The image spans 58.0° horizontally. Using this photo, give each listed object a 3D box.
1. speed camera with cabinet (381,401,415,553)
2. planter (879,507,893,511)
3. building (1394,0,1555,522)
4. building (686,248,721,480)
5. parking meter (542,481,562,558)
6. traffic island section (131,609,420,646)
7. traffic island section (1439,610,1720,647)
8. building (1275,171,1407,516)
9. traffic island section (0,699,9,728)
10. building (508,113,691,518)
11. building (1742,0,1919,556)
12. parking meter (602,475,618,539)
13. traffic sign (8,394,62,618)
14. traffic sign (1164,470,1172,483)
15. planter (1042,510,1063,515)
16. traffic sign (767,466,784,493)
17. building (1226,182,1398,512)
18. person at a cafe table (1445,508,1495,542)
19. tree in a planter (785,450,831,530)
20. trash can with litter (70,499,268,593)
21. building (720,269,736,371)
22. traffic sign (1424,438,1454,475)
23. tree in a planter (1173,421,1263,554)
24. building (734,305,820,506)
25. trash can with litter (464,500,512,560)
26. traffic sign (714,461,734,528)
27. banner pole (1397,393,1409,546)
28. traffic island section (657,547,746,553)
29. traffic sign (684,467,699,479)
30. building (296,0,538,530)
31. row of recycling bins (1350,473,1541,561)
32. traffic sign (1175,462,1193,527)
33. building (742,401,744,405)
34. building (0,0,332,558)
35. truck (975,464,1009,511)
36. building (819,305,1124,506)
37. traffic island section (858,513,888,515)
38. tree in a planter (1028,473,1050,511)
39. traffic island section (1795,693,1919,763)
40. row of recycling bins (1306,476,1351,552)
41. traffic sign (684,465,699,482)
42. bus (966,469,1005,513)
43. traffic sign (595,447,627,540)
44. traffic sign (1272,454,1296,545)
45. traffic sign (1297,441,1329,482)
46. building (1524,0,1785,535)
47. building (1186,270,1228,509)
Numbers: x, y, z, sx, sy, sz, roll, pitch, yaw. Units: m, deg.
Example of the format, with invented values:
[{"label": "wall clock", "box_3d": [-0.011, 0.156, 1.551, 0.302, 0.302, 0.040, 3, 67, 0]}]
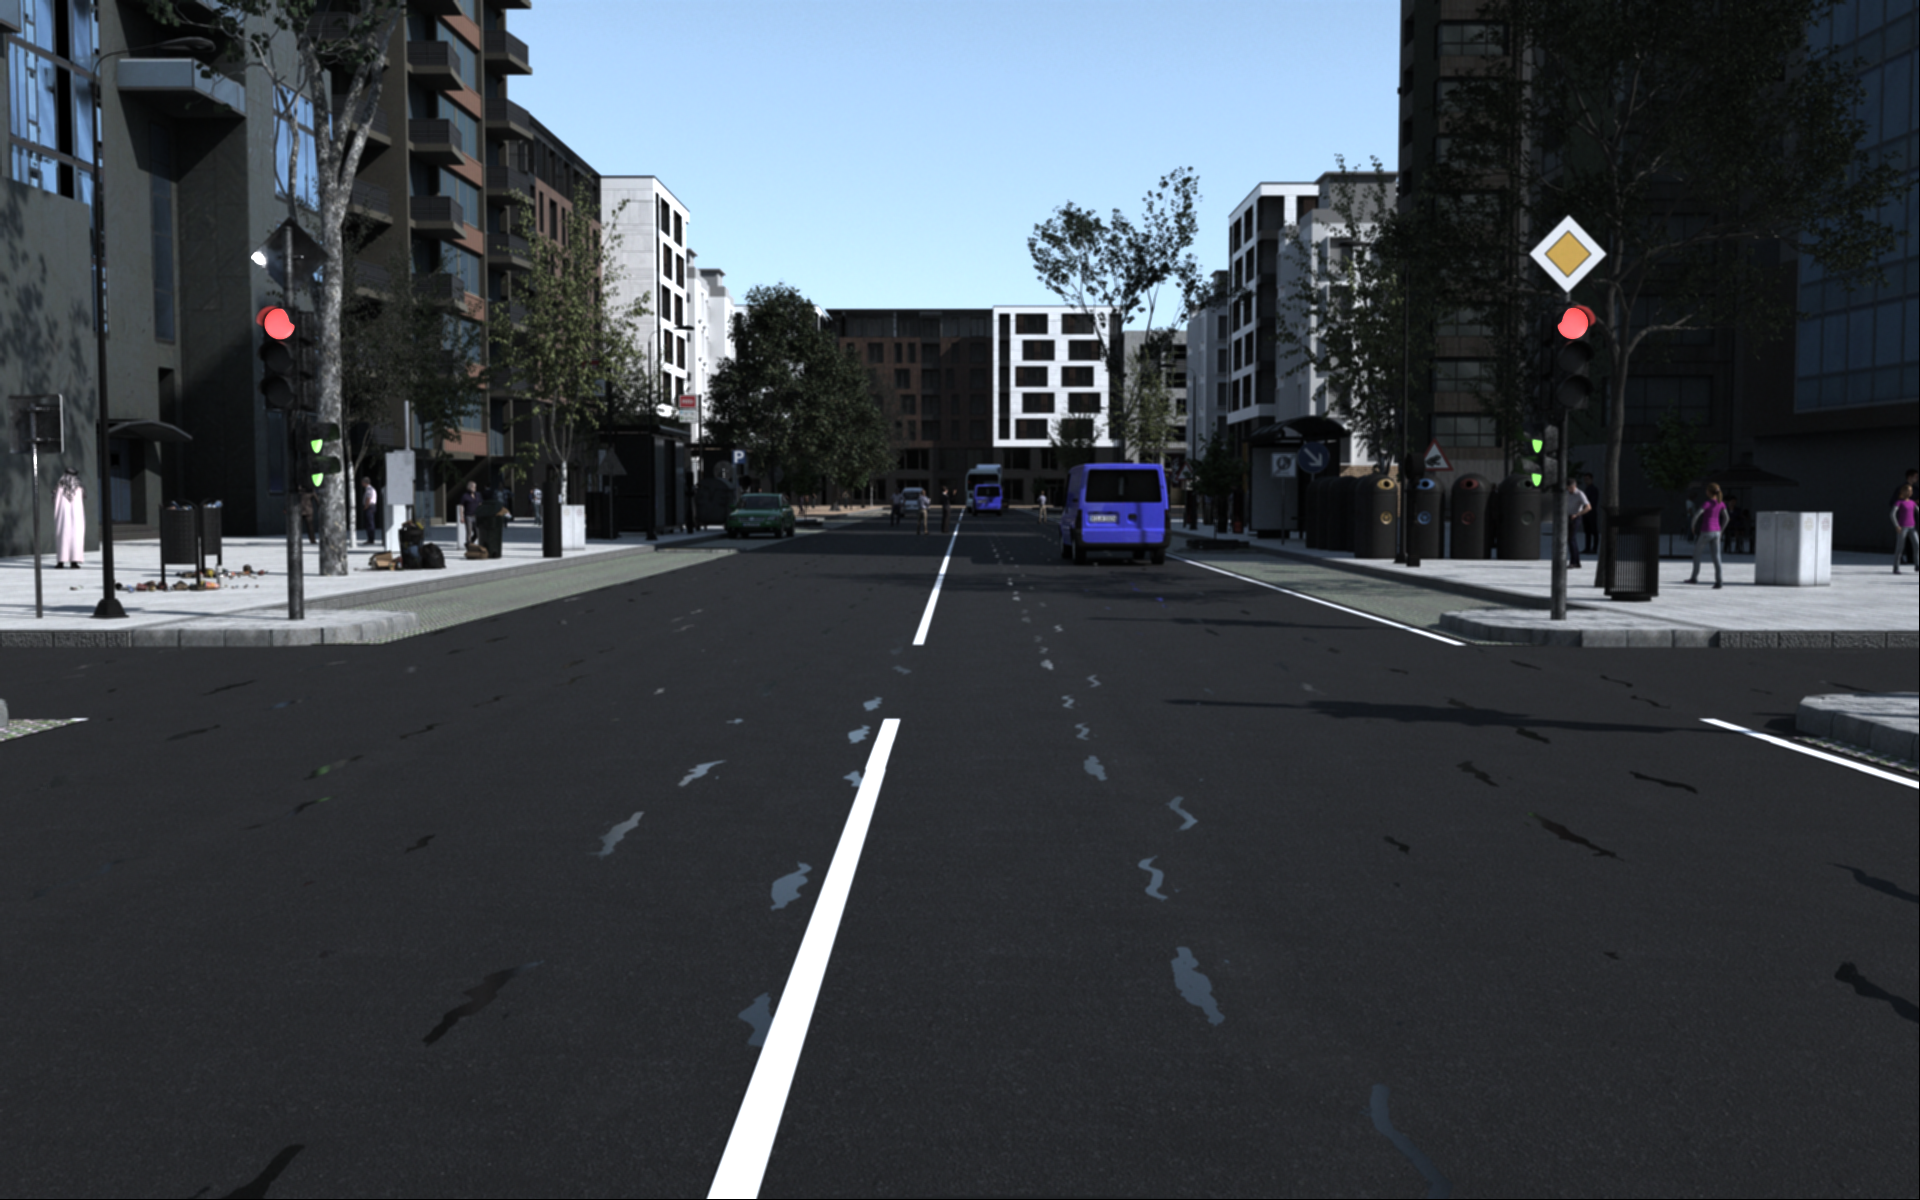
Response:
[{"label": "speed camera with cabinet", "box_3d": [-12.138, -2.629, 37.327, 0.660, 3.252, 2.038, -1, 4, -21]}, {"label": "planter", "box_3d": [-5.850, -7.696, 146.966, 1.991, 0.319, 1.994, 0, 4, 0]}, {"label": "building", "box_3d": [28.760, -19.189, 85.449, 14.160, 30.474, 14.107, 0, 4, 0]}, {"label": "building", "box_3d": [-27.226, -16.815, 131.343, 16.016, 20.091, 11.380, 0, 4, 0]}, {"label": "parking meter", "box_3d": [-8.229, -1.622, 34.932, 0.372, 1.533, 0.369, 0, 3, 0]}, {"label": "traffic island section", "box_3d": [-6.815, 0.278, 17.740, 2.009, 0.180, 2.903, 0, 4, 0]}, {"label": "traffic island section", "box_3d": [6.126, 0.282, 17.672, 2.009, 0.180, 2.903, 0, 4, 0]}, {"label": "building", "box_3d": [27.992, -15.351, 107.414, 16.016, 20.091, 11.380, 0, 4, 0]}, {"label": "traffic island section", "box_3d": [-6.854, 0.766, 9.755, 2.009, 0.180, 2.903, 0, 4, 0]}, {"label": "building", "box_3d": [-33.525, -16.231, 109.356, 27.936, 21.610, 32.646, 0, 4, 0]}, {"label": "building", "box_3d": [26.497, -23.537, 34.944, 14.200, 45.320, 14.600, 0, 4, 0]}, {"label": "parking meter", "box_3d": [-9.925, -2.656, 49.132, 0.399, 1.863, 0.255, 1, 4, 12]}, {"label": "traffic sign", "box_3d": [-9.518, -0.961, 17.844, 0.606, 2.300, 0.079, 1, 4, 10]}, {"label": "traffic sign", "box_3d": [10.992, -5.618, 91.965, 0.768, 2.556, 0.104, 0, 4, 7]}, {"label": "planter", "box_3d": [6.625, -6.015, 119.485, 1.991, 0.319, 1.994, 0, 4, 0]}, {"label": "traffic sign", "box_3d": [-8.475, -4.863, 79.622, 0.768, 2.556, 0.104, 0, 4, 3]}, {"label": "building", "box_3d": [33.662, -17.492, 129.968, 27.936, 21.610, 32.646, 0, 4, 0]}, {"label": "person at a cafe table", "box_3d": [13.180, -2.091, 42.703, 1.622, 1.524, 1.698, -2, 4, -35]}, {"label": "tree in a planter", "box_3d": [-6.241, -4.439, 69.808, 1.991, 3.239, 1.994, 0, 4, 0]}, {"label": "trash can with litter", "box_3d": [-10.815, -0.751, 23.330, 2.233, 1.210, 1.678, 0, 4, 7]}, {"label": "building", "box_3d": [-26.625, -17.543, 143.241, 16.016, 20.091, 11.380, 0, 4, 0]}, {"label": "traffic sign", "box_3d": [10.950, -2.450, 40.056, 0.884, 2.594, 0.081, 0, 4, 8]}, {"label": "tree in a planter", "box_3d": [6.244, -2.753, 42.241, 1.991, 3.239, 1.994, 0, 4, 0]}, {"label": "building", "box_3d": [-31.536, -21.833, 200.950, 32.646, 21.610, 27.936, 0, 4, 0]}, {"label": "trash can with litter", "box_3d": [-9.340, -1.394, 34.186, 0.624, 1.170, 1.055, 1, 4, 9]}, {"label": "traffic sign", "box_3d": [-9.014, -4.032, 66.022, 0.768, 2.556, 0.104, 0, 4, 2]}, {"label": "banner pole", "box_3d": [10.938, -3.228, 42.797, 0.401, 3.779, 0.863, 2, 4, 29]}, {"label": "traffic island section", "box_3d": [-6.357, -1.229, 42.960, 1.991, 0.108, 1.994, 0, 4, 0]}, {"label": "traffic sign", "box_3d": [-12.196, -4.809, 78.732, 0.768, 2.556, 0.104, 0, 4, 5]}, {"label": "building", "box_3d": [-30.955, -25.595, 73.100, 22.147, 44.769, 28.867, 0, 4, 0]}, {"label": "row of recycling bins", "box_3d": [9.588, -1.654, 34.163, 3.534, 1.692, 1.069, 1, 4, 15]}, {"label": "traffic sign", "box_3d": [8.876, -4.164, 68.092, 0.884, 2.594, 0.081, 0, 4, 7]}, {"label": "building", "box_3d": [-33.364, -12.919, 153.370, 28.070, 9.664, 9.099, 0, 4, 0]}, {"label": "building", "box_3d": [-30.481, -44.568, 41.360, 22.319, 86.520, 31.000, 0, 4, 0]}, {"label": "truck", "box_3d": [2.663, -9.884, 151.366, 2.967, 4.110, 18.799, 0, 4, -1]}, {"label": "building", "box_3d": [1.474, -21.879, 201.690, 32.646, 21.610, 27.936, 0, 4, 0]}, {"label": "traffic island section", "box_3d": [-5.990, -5.916, 119.599, 1.991, 0.108, 1.994, 0, 4, 0]}, {"label": "tree in a planter", "box_3d": [6.752, -9.120, 146.340, 1.991, 3.239, 1.994, 0, 4, 0]}, {"label": "traffic island section", "box_3d": [6.087, 0.770, 9.687, 2.009, 0.180, 2.903, 0, 4, 0]}, {"label": "row of recycling bins", "box_3d": [8.779, -1.987, 39.599, 1.069, 1.692, 3.534, 0, 4, -8]}, {"label": "traffic sign", "box_3d": [-12.093, -4.737, 77.445, 0.884, 2.594, 0.081, 0, 4, 2]}, {"label": "bus", "box_3d": [1.919, -8.480, 133.513, 2.948, 3.499, 13.247, 0, 4, 2]}, {"label": "traffic sign", "box_3d": [-9.676, -2.937, 48.019, 0.884, 2.594, 0.081, 0, 4, 1]}, {"label": "traffic sign", "box_3d": [8.106, -2.525, 43.421, 0.606, 2.300, 0.079, 0, 4, 8]}, {"label": "traffic sign", "box_3d": [8.545, -2.560, 41.968, 0.768, 2.556, 0.104, 0, 4, 6]}, {"label": "building", "box_3d": [27.638, -23.042, 60.330, 14.154, 41.232, 14.086, 0, 4, 0]}, {"label": "building", "box_3d": [28.152, -18.080, 152.031, 16.016, 20.091, 11.380, 0, 4, 0]}]
